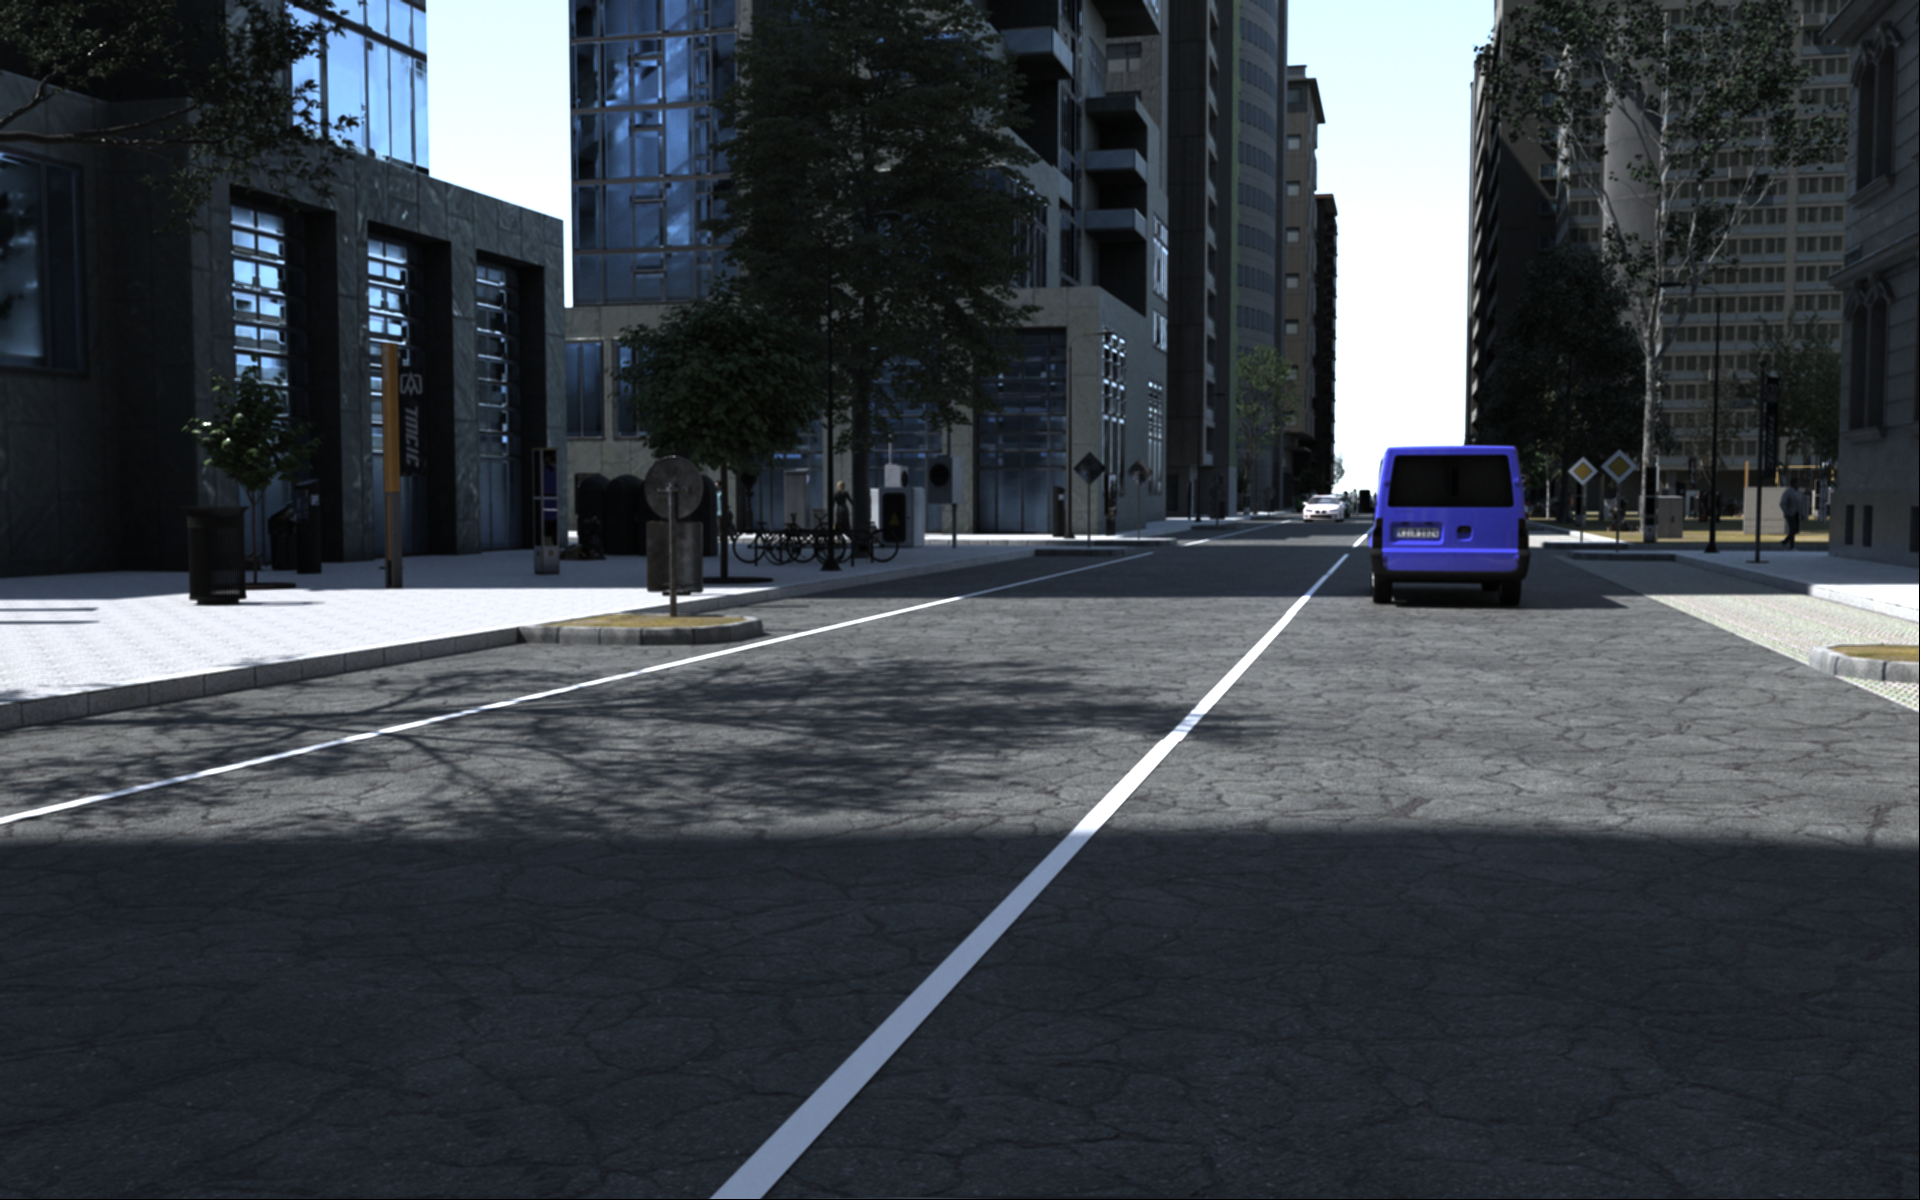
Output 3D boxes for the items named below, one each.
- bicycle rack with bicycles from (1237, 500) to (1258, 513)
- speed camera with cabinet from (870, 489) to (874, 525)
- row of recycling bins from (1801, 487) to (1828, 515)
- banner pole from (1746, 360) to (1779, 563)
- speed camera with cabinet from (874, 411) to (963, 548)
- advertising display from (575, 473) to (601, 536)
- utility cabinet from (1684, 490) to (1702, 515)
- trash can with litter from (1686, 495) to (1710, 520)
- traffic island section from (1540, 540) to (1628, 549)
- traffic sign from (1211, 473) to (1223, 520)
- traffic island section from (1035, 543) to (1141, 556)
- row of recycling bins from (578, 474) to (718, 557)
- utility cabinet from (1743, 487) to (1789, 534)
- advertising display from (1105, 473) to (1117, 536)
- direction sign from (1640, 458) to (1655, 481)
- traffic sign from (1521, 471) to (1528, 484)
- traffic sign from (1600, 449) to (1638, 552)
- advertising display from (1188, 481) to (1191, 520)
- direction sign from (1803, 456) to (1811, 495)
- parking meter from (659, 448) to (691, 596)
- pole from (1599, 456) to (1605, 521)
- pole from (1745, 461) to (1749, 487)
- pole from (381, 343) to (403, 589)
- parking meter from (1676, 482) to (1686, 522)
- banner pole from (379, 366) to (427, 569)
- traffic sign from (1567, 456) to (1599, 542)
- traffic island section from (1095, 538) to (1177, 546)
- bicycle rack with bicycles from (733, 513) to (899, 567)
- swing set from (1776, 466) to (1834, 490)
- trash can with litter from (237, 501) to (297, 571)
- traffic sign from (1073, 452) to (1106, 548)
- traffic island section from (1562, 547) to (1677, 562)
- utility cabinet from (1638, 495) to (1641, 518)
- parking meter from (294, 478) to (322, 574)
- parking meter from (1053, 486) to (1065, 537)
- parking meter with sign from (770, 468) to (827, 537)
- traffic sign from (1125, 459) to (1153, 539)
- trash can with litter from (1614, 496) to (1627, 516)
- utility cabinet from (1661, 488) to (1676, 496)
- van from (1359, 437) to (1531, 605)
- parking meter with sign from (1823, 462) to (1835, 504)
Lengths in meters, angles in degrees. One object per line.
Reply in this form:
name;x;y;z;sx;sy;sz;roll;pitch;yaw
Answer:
bicycle rack with bicycles;18.559;-6.227;115.190;2.852;0.926;2.925;-1;4;-22
speed camera with cabinet;-2.191;-3.603;53.243;0.660;3.252;2.038;1;4;18
row of recycling bins;52.406;-5.943;104.288;3.534;1.692;1.069;2;4;28
banner pole;15.143;-2.600;32.525;0.863;3.779;0.401;-3;4;-38
speed camera with cabinet;-0.947;-2.874;41.325;2.038;3.252;0.660;2;4;29
advertising display;-11.440;-2.943;53.330;0.123;1.923;0.974;3;4;37
utility cabinet;43.607;-5.782;103.212;1.173;1.500;0.318;-1;4;-18
trash can with litter;40.912;-5.283;97.433;2.233;1.210;1.678;-2;4;-31
traffic island section;16.557;-1.456;46.090;2.009;0.180;2.903;1;4;14
traffic sign;12.746;-5.119;85.828;0.606;2.300;0.079;2;4;24
traffic island section;3.054;-1.163;41.302;2.009;0.180;2.903;1;4;14
row of recycling bins;-6.602;-1.792;36.404;3.534;1.692;1.069;2;4;29
utility cabinet;25.363;-2.809;54.608;1.173;1.500;0.318;1;4;20
advertising display;4.642;-2.944;53.353;0.123;1.923;0.974;1;4;20
direction sign;41.907;-6.949;105.620;0.876;3.537;0.379;2;4;31
traffic sign;31.208;-5.892;96.434;0.768;2.556;0.104;1;4;17
traffic sign;14.548;-2.119;38.283;0.795;2.450;0.064;1;4;14
advertising display;11.496;-4.990;86.793;0.123;1.923;0.974;0;4;5
direction sign;49.856;-6.729;102.017;0.876;3.537;0.379;-3;5;-39
parking meter;-3.623;-0.993;21.939;0.399;1.863;0.255;0;4;-5
pole;30.493;-5.408;82.269;0.158;3.312;0.155;0;3;0
pole;48.130;-6.860;106.006;0.158;3.312;0.155;0;3;0
pole;-7.700;-1.812;23.466;0.158;3.312;0.155;0;3;0
parking meter;33.550;-4.585;80.673;0.399;1.863;0.255;-1;4;-13
banner pole;-9.571;-2.431;29.767;0.863;3.779;0.401;-2;4;-25
traffic sign;16.532;-2.592;46.018;0.795;2.450;0.064;1;4;14
traffic island section;5.038;-1.636;49.037;2.009;0.180;2.903;1;4;14
bicycle rack with bicycles;-2.776;-1.124;31.758;2.925;0.926;2.852;1;4;10
swing set;47.467;-6.114;97.588;3.119;2.851;2.862;2;4;32
trash can with litter;-11.589;-1.082;29.080;1.055;1.170;0.624;-1;4;-18
traffic sign;3.079;-2.299;41.234;0.795;2.450;0.064;1;4;14
traffic island section;14.573;-0.983;38.354;2.009;0.180;2.903;1;4;14
utility cabinet;37.442;-5.083;94.274;1.020;1.237;0.306;-1;4;-11
parking meter;-10.520;-1.195;27.954;0.372;1.533;0.369;0;3;0
parking meter;2.963;-2.655;51.820;0.372;1.533;0.369;0;3;0
parking meter with sign;-4.840;-3.381;51.542;1.738;3.016;0.543;1;4;14
traffic sign;5.063;-2.772;48.970;0.795;2.450;0.064;1;4;14
trash can with litter;40.192;-5.795;106.138;1.055;1.170;0.624;-2;4;-30
utility cabinet;26.687;-3.463;65.294;0.318;1.500;1.173;1;4;11
van;6.704;-1.208;24.133;2.240;2.365;5.245;1;4;13
parking meter with sign;47.476;-5.970;93.871;1.738;3.016;0.543;-2;4;-24
